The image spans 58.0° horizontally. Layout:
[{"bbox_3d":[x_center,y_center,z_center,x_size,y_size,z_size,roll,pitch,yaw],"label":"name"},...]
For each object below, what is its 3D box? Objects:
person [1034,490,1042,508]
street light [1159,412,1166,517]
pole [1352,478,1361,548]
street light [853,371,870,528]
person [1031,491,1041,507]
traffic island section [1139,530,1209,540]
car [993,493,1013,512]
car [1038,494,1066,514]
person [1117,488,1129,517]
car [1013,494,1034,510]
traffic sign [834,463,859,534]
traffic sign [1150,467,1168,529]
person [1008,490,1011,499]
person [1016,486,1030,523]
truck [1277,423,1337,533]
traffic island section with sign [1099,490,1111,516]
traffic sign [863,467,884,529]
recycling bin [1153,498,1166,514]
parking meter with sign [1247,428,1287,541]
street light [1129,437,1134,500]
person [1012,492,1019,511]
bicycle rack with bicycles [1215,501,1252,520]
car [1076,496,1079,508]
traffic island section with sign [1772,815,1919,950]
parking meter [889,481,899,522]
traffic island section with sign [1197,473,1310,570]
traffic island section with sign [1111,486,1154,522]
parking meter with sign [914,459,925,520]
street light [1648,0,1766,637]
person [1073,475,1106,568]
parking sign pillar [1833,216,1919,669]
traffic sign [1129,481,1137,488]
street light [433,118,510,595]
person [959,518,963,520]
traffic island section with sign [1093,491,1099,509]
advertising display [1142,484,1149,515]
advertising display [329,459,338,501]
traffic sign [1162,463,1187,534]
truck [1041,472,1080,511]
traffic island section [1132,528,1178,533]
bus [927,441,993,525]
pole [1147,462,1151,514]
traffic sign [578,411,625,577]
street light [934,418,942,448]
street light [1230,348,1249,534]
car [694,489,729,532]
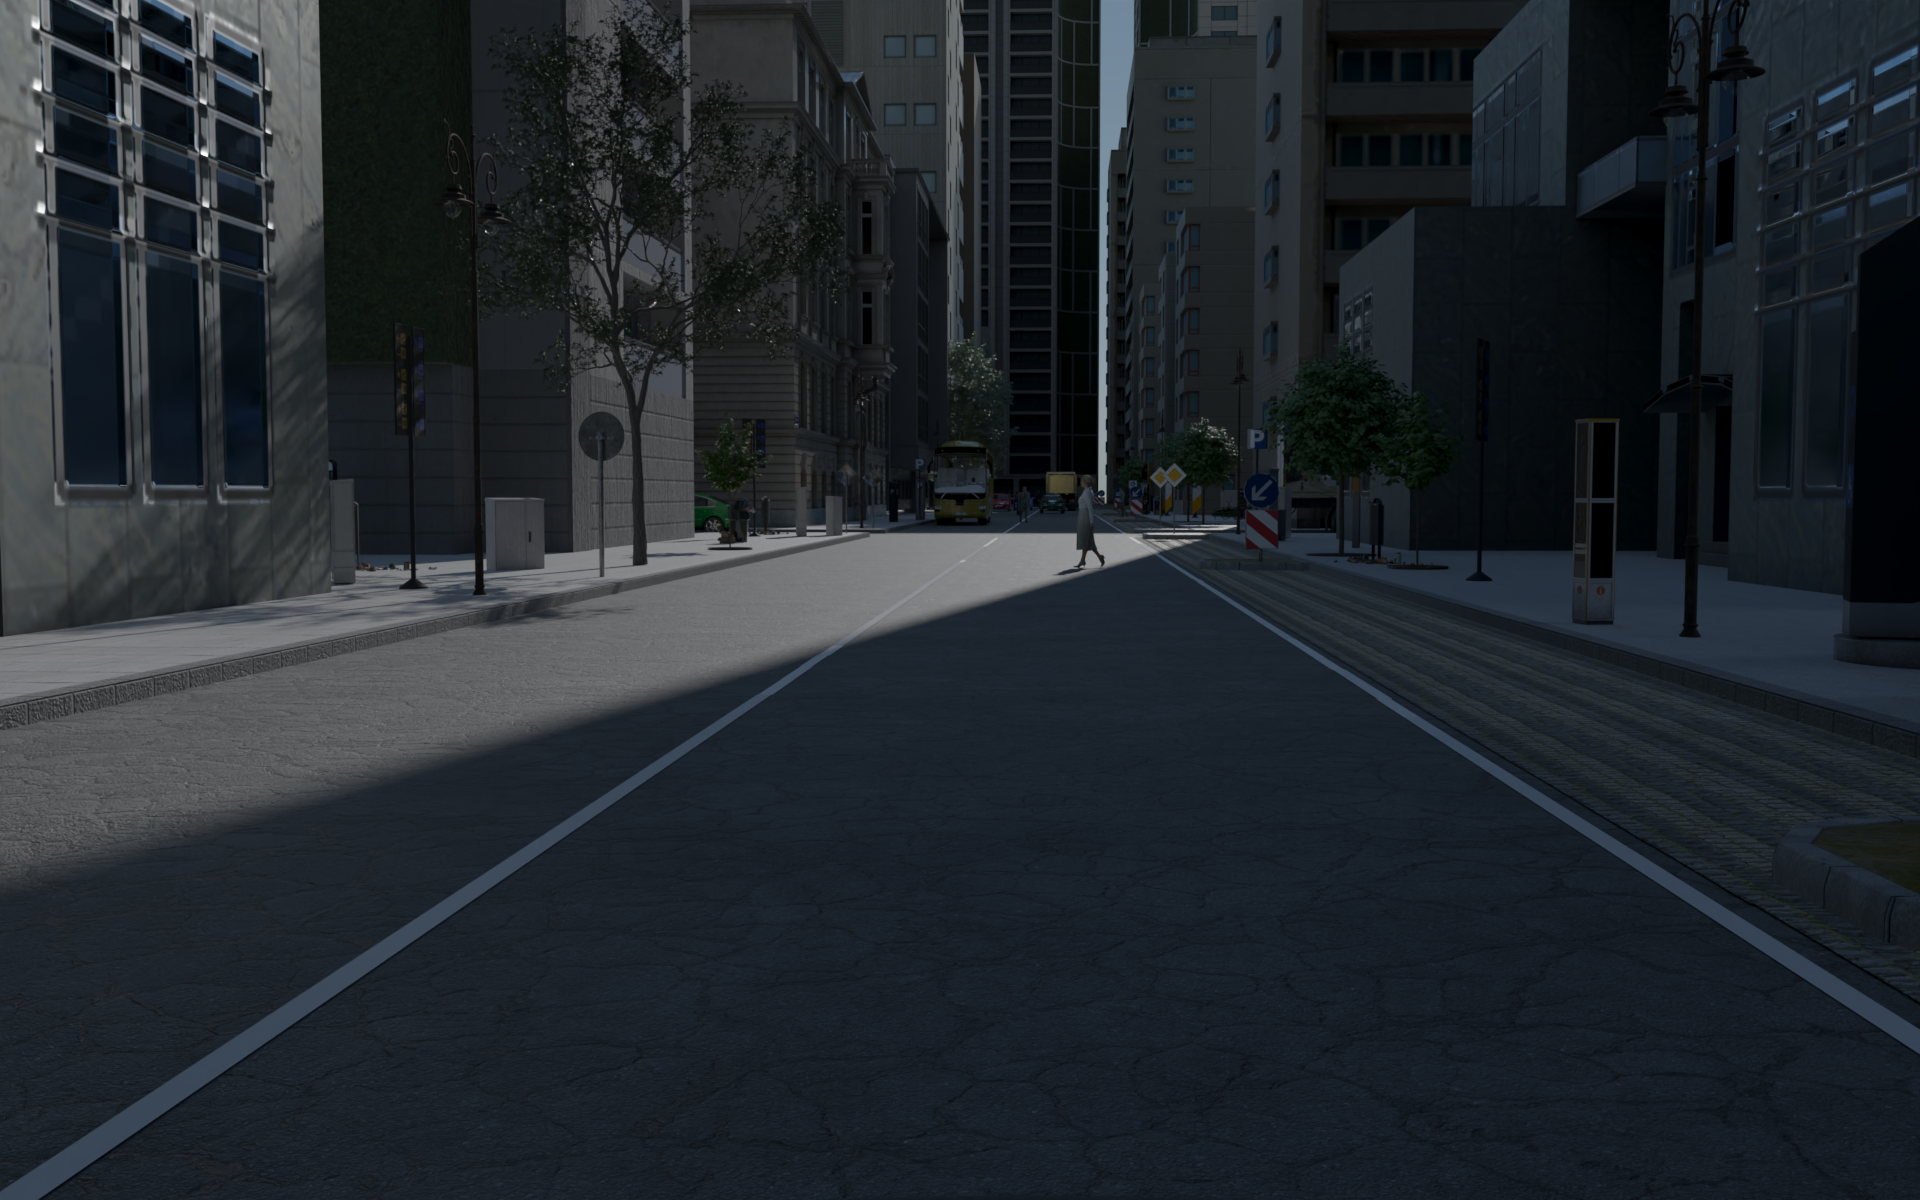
[{"bbox_3d":[7.988,-10.237,176.018,1.348,1.807,0.705,-3,4,-37],"label":"person"},{"bbox_3d":[11.466,-7.676,98.293,0.468,5.910,1.993,0,4,3],"label":"street light"},{"bbox_3d":[9.398,-2.885,41.010,0.158,3.312,0.155,0,3,0],"label":"pole"},{"bbox_3d":[-3.692,-5.631,64.861,0.468,5.910,1.993,0,4,3],"label":"street light"},{"bbox_3d":[8.337,-11.166,191.204,1.348,1.807,0.705,1,4,23],"label":"person"},{"bbox_3d":[6.907,-2.045,55.710,2.009,0.180,2.903,0,4,3],"label":"traffic island section"},{"bbox_3d":[3.299,-8.211,143.284,2.155,1.783,4.494,0,4,3],"label":"car"},{"bbox_3d":[6.834,-7.137,128.485,2.131,1.459,4.920,0,4,2],"label":"car"},{"bbox_3d":[10.105,-6.082,108.057,0.853,1.813,0.709,-1,4,-15],"label":"person"},{"bbox_3d":[5.674,-8.909,155.246,1.945,1.707,3.694,0,4,3],"label":"car"},{"bbox_3d":[-3.691,-3.219,56.278,0.795,2.450,0.064,0,4,3],"label":"traffic sign"},{"bbox_3d":[7.355,-3.667,63.605,0.795,2.450,0.064,0,4,3],"label":"traffic sign"},{"bbox_3d":[5.085,-10.264,176.403,0.705,1.814,1.350,0,4,2],"label":"person"},{"bbox_3d":[3.203,-4.792,86.947,0.694,1.812,0.767,-1,4,-9],"label":"person"},{"bbox_3d":[16.674,-4.322,59.576,11.283,4.237,2.839,0,4,5],"label":"truck"},{"bbox_3d":[10.459,-6.535,115.469,1.989,1.847,2.006,0,4,3],"label":"traffic island section with sign"},{"bbox_3d":[-3.220,-3.707,64.249,0.795,2.450,0.064,0,4,3],"label":"traffic sign"},{"bbox_3d":[12.742,-5.954,109.909,0.722,1.027,0.722,-2,4,-26],"label":"recycling bin"},{"bbox_3d":[8.342,-3.095,46.866,0.543,3.016,1.738,2,4,31],"label":"parking meter with sign"},{"bbox_3d":[13.645,-10.074,137.505,0.468,5.910,1.993,0,4,3],"label":"street light"},{"bbox_3d":[4.673,-8.350,146.489,0.593,1.643,0.415,0,4,5],"label":"person"},{"bbox_3d":[14.272,-4.505,87.045,2.925,0.926,2.852,-2,4,-25],"label":"bicycle rack with bicycles"},{"bbox_3d":[11.670,-10.466,183.115,2.014,1.417,4.499,0,4,4],"label":"car"},{"bbox_3d":[3.954,0.171,5.835,1.989,1.847,2.006,0,4,3],"label":"traffic island section with sign"},{"bbox_3d":[-3.015,-4.475,78.882,0.399,1.863,0.255,2,4,28],"label":"parking meter"},{"bbox_3d":[5.592,-1.506,33.252,1.989,1.847,2.006,0,4,3],"label":"traffic island section with sign"},{"bbox_3d":[8.838,-4.869,88.237,1.989,1.847,2.006,0,4,3],"label":"traffic island section with sign"},{"bbox_3d":[-1.957,-5.474,85.755,0.543,3.016,1.738,0,4,1],"label":"parking meter with sign"},{"bbox_3d":[6.565,-2.606,15.398,0.468,5.910,1.993,0,4,3],"label":"street light"},{"bbox_3d":[2.533,-1.530,33.747,0.641,1.798,0.478,1,4,17],"label":"person"},{"bbox_3d":[7.471,-1.506,13.102,1.447,3.967,1.447,1,4,20],"label":"parking sign pillar"},{"bbox_3d":[13.222,-7.966,132.381,0.606,2.300,0.079,1,4,11],"label":"traffic sign"},{"bbox_3d":[-6.111,-3.001,21.857,0.468,5.910,1.993,0,4,3],"label":"street light"},{"bbox_3d":[0.052,-5.342,95.962,0.709,1.813,0.853,-2,4,-25],"label":"person"},{"bbox_3d":[13.418,-9.604,165.654,1.989,1.847,2.006,0,4,3],"label":"traffic island section with sign"},{"bbox_3d":[11.438,-6.212,106.772,0.123,1.923,0.974,-1,4,-14],"label":"advertising display"},{"bbox_3d":[-12.107,-1.662,32.393,0.974,1.923,0.123,1,4,10],"label":"advertising display"},{"bbox_3d":[6.883,-3.180,55.634,0.795,2.450,0.064,0,4,3],"label":"traffic sign"},{"bbox_3d":[8.755,-9.432,150.136,3.469,3.379,9.791,0,4,3],"label":"truck"},{"bbox_3d":[7.379,-2.532,63.681,2.009,0.180,2.903,0,4,3],"label":"traffic island section"},{"bbox_3d":[0.226,-5.617,83.379,2.896,3.916,12.252,0,4,2],"label":"bus"},{"bbox_3d":[12.192,-7.212,111.757,0.158,3.312,0.155,0,3,0],"label":"pole"},{"bbox_3d":[-5.542,-1.629,26.742,0.768,2.556,0.104,1,4,13],"label":"traffic sign"},{"bbox_3d":[-1.342,-8.058,104.533,0.468,5.910,1.993,0,4,3],"label":"street light"},{"bbox_3d":[8.850,-5.023,54.914,0.468,5.910,1.993,0,4,3],"label":"street light"},{"bbox_3d":[-9.703,-3.116,59.736,4.718,1.807,1.959,0,4,1],"label":"car"}]
